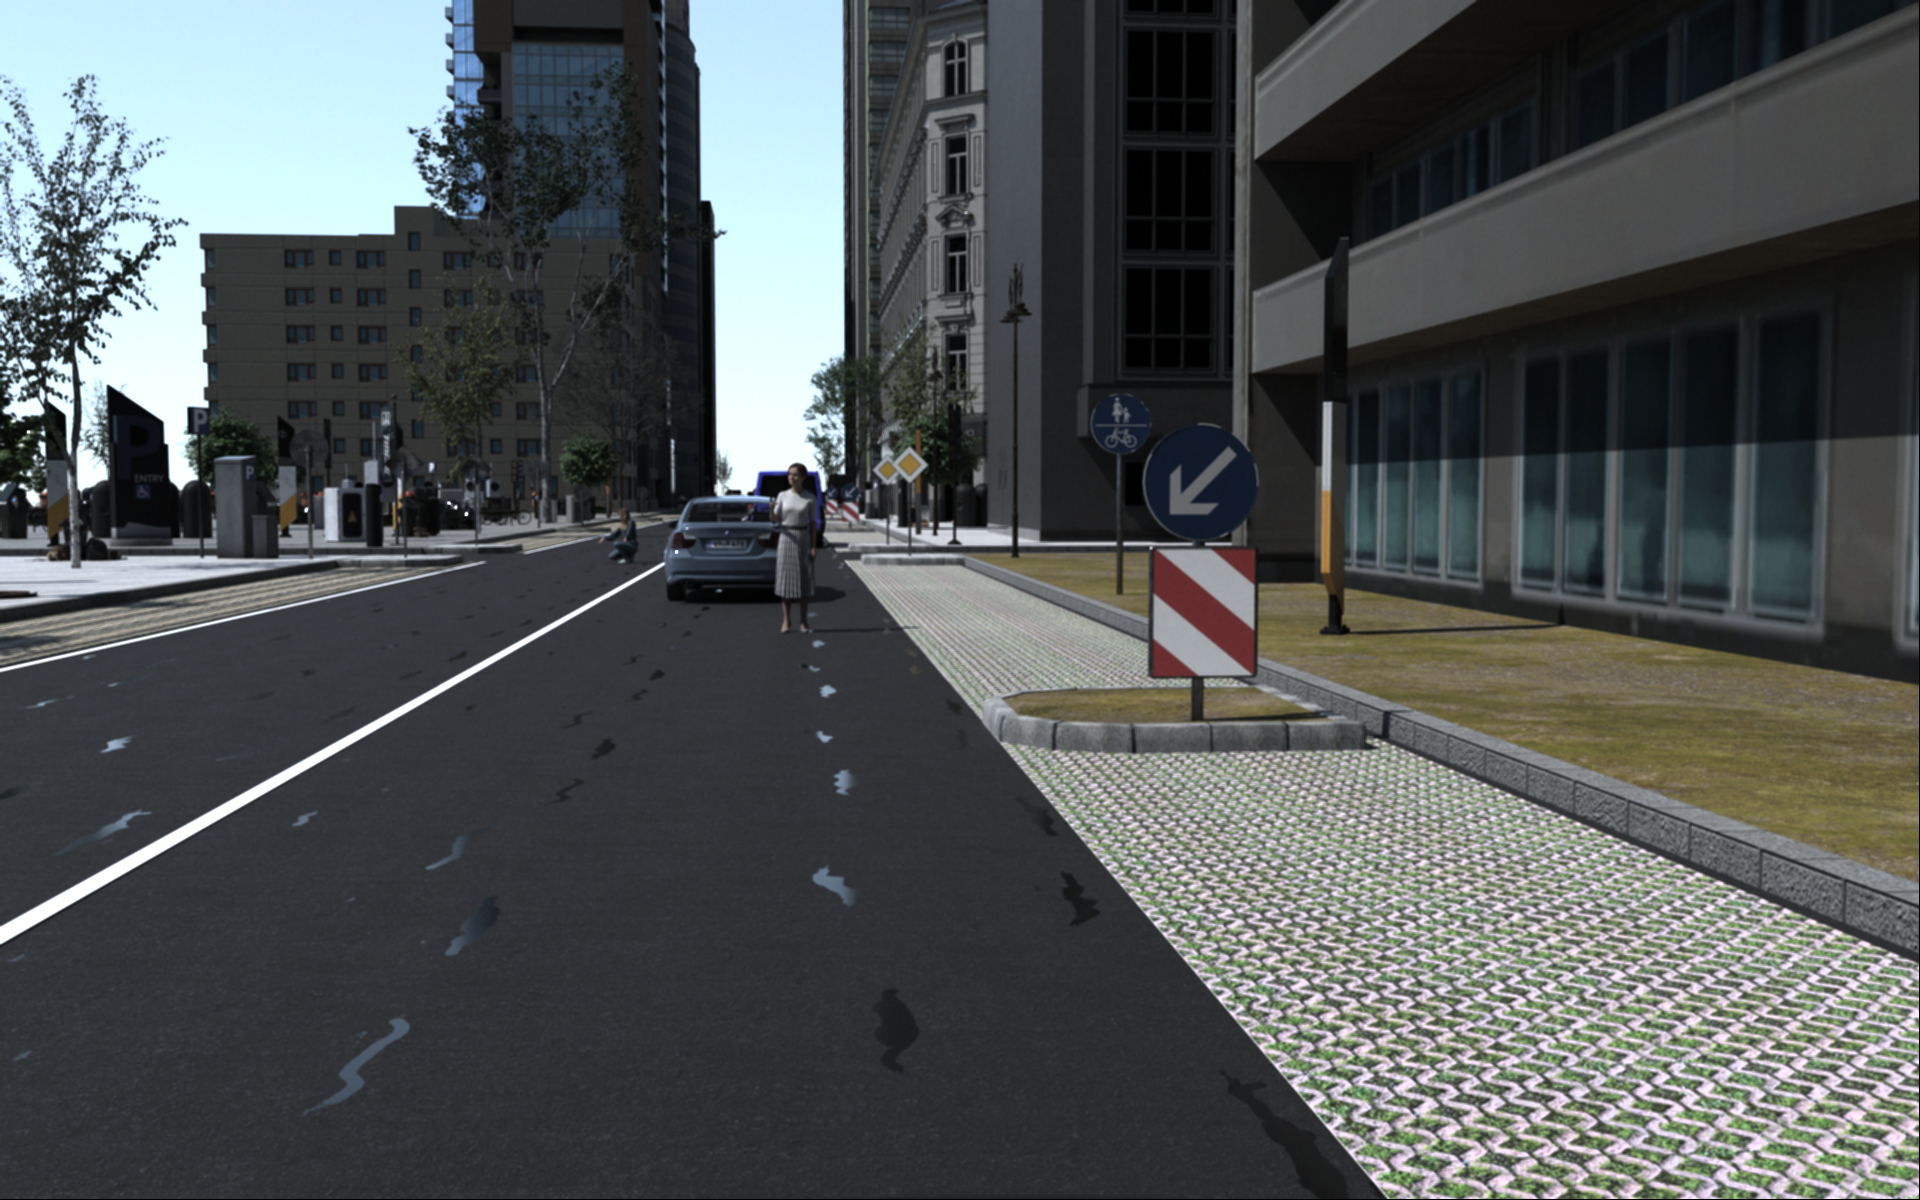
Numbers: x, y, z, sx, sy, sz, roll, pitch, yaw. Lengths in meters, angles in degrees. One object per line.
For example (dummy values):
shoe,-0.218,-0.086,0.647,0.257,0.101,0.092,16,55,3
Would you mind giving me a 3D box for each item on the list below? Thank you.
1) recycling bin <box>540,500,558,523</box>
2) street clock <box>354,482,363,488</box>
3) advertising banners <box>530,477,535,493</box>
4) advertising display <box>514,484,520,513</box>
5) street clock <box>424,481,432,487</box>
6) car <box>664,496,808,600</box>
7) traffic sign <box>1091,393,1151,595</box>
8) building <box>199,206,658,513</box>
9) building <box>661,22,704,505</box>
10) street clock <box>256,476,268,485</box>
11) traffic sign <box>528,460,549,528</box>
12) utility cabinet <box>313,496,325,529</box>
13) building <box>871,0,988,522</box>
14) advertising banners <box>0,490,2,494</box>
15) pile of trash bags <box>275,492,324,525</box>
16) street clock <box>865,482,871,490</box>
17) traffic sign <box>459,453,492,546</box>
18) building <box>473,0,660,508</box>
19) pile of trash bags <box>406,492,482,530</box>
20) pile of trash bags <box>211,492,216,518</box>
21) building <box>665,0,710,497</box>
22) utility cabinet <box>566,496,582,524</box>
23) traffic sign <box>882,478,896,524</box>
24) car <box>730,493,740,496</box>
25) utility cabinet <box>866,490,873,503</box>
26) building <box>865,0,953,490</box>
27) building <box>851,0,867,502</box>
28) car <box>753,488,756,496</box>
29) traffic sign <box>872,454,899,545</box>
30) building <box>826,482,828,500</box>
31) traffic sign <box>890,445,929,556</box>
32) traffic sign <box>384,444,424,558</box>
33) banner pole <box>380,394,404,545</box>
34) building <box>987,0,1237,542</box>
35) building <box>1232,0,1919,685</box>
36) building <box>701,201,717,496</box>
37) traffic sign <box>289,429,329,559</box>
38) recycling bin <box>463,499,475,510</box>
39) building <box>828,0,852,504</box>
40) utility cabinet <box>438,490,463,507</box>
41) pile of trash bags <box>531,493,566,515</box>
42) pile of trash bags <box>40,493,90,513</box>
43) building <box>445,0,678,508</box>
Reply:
recycling bin,-18.324,-3.943,77.024,0.722,1.027,0.722,0,4,-3
street clock,-36.424,-6.139,104.945,0.471,2.002,0.358,-3,4,-38
advertising banners,-28.169,-7.333,116.076,0.090,3.025,2.074,2,4,27
advertising display,-28.255,-6.434,110.410,0.123,1.923,0.974,0,4,0
street clock,-30.351,-5.774,98.975,0.471,2.002,0.358,0,4,-6
car,-3.182,-0.775,24.679,2.014,1.417,4.499,0,4,-4
traffic sign,2.038,-1.341,22.031,0.768,2.556,0.104,0,4,-1
building,-37.947,-17.470,130.672,27.650,21.520,28.899,0,4,-6
building,-43.123,-41.069,213.475,21.231,58.520,28.212,0,4,-6
street clock,-27.507,-3.893,68.215,0.471,2.002,0.358,-2,4,-25
traffic sign,-15.911,-3.992,65.379,0.768,2.556,0.104,0,4,1
utility cabinet,-23.342,-3.193,63.372,0.306,1.237,1.020,0,4,-3
building,4.546,-19.652,97.728,17.030,29.872,44.131,0,4,-6
advertising banners,-41.933,-4.860,75.648,0.090,3.025,2.074,-2,4,-25
pile of trash bags,-27.805,-3.893,73.398,3.447,1.369,1.912,3,5,41
street clock,-5.356,-5.903,101.090,0.358,2.002,0.471,-2,4,-24
traffic sign,-11.978,-2.398,42.857,0.795,2.450,0.064,0,4,-6
building,-33.858,-30.737,152.658,14.600,45.320,14.200,0,4,-6
pile of trash bags,-18.681,-3.171,61.601,1.912,1.369,3.447,1,4,19
pile of trash bags,-39.310,-5.188,94.576,3.447,1.369,1.912,-3,4,-36
building,-45.128,-48.880,237.435,20.563,71.187,20.611,0,4,-6
utility cabinet,-16.879,-3.950,75.743,0.306,1.237,1.020,1,4,11
traffic sign,-3.003,-4.358,73.387,0.606,2.300,0.079,0,4,-1
car,-17.726,-7.653,134.904,2.009,1.686,4.222,0,4,-7
utility cabinet,-4.523,-5.093,91.942,0.318,1.500,1.173,2,4,35
building,-0.542,-27.814,138.359,14.154,41.232,14.086,0,4,-6
building,0.501,-37.755,159.292,21.231,58.520,28.212,0,4,-6
car,-10.501,-5.266,94.766,2.281,1.827,5.304,0,4,-4
traffic sign,-1.832,-2.458,43.838,0.795,2.450,0.064,0,4,-6
building,-4.380,-35.144,266.487,32.217,40.220,23.993,0,4,-6
traffic sign,-1.044,-1.972,35.892,0.795,2.450,0.064,0,4,-6
traffic sign,-11.191,-1.912,34.910,0.795,2.450,0.064,0,4,-6
banner pole,-14.374,-3.284,43.719,0.863,3.779,0.401,3,5,40
building,13.442,-15.810,52.000,24.014,27.812,14.314,0,4,-6
building,15.665,-23.925,14.878,21.300,48.544,21.600,0,4,-6
building,-43.376,-37.065,256.128,14.600,45.320,14.200,0,4,-6
traffic sign,-12.810,-2.079,34.105,0.768,2.556,0.104,0,4,-3
recycling bin,-26.256,-4.895,92.580,0.722,1.027,0.722,0,4,3
building,-6.299,-47.701,218.156,20.563,71.187,20.611,0,4,-6
utility cabinet,-25.857,-4.851,87.989,1.173,1.500,0.318,-2,4,-32
pile of trash bags,-24.075,-5.769,104.079,3.447,1.369,1.912,-2,4,-33
pile of trash bags,-51.586,-5.491,99.536,3.447,1.369,1.912,2,4,24
building,-39.624,-52.651,173.521,22.319,86.520,31.000,0,4,-6
